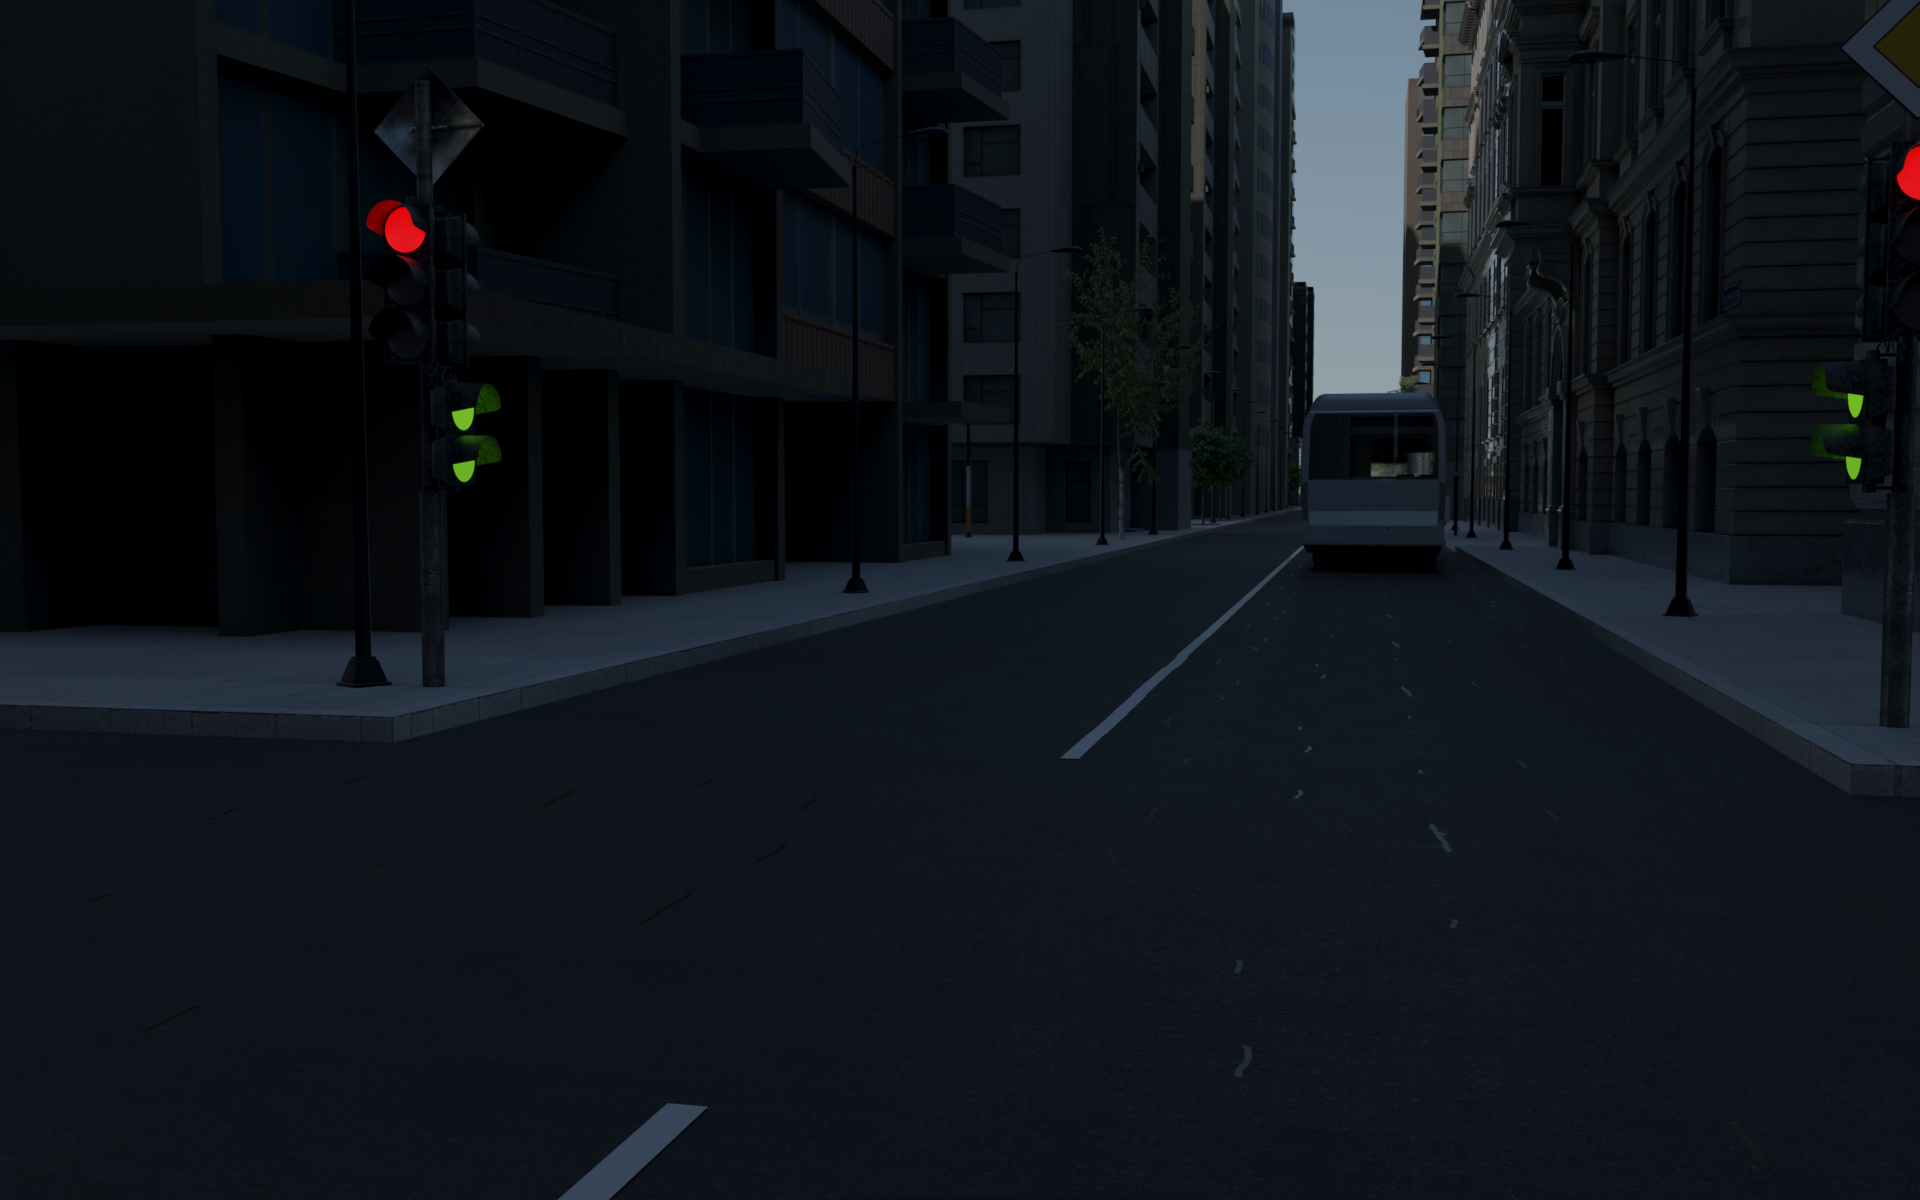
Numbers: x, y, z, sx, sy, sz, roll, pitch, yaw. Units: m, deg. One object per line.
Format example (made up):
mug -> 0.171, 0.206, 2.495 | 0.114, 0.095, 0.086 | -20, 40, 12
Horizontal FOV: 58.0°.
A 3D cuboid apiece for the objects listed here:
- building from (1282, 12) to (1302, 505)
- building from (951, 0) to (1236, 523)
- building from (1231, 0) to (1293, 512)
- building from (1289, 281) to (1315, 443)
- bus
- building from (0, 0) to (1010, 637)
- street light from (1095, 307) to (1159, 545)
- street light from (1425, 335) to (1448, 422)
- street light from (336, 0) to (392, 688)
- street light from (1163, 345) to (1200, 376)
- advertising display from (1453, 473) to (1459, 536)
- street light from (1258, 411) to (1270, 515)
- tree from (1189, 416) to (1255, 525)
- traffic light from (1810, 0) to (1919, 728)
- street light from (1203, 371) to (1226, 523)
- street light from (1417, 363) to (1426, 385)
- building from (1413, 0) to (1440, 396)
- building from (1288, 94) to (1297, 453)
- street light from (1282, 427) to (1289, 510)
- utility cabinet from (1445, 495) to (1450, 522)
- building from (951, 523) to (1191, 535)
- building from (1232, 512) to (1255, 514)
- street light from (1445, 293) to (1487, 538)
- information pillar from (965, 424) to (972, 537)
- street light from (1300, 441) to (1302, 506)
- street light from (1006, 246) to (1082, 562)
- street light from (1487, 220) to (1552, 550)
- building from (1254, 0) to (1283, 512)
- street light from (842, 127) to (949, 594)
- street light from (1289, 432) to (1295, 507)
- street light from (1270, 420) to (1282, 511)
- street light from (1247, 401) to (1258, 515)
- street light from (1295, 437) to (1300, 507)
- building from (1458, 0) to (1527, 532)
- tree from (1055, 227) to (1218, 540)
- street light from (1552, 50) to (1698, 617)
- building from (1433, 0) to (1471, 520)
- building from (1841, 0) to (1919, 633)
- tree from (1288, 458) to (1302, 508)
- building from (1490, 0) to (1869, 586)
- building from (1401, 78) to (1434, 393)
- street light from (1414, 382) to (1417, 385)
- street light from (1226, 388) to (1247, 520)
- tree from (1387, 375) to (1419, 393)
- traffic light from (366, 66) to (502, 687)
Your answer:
building -> 30.864, -54.921, 210.634 | 22.319, 86.520, 31.000 | 1, 4, 13
building -> 7.217, -19.679, 93.446 | 14.160, 30.474, 14.107 | 1, 4, 13
building -> 21.038, -28.475, 149.159 | 14.154, 41.232, 14.086 | 1, 4, 13
building -> 40.315, -28.240, 233.426 | 14.160, 30.474, 14.107 | 1, 4, 13
bus -> 9.123, -2.635, 37.938 | 2.948, 3.499, 13.247 | 1, 4, 14
building -> -11.427, -22.899, 29.032 | 22.147, 44.769, 28.867 | 1, 4, 13
street light -> 4.099, -4.324, 43.246 | 1.470, 5.913, 1.316 | 1, 4, 13
street light -> 14.441, -4.776, 50.629 | 1.470, 5.913, 1.316 | 1, 4, 13
street light -> -3.473, -2.372, 11.316 | 1.470, 5.913, 1.316 | 1, 4, 13
street light -> 6.621, -4.999, 54.269 | 1.470, 5.913, 1.316 | 1, 4, 13
advertising display -> 15.397, -2.969, 53.750 | 0.123, 1.923, 0.974 | 1, 4, 18
street light -> 16.488, -7.642, 97.487 | 1.470, 5.913, 1.316 | 1, 4, 13
tree -> 10.113, -5.428, 72.454 | 4.285, 4.588, 4.351 | 0, 3, 0
traffic light -> 5.144, -1.256, 9.455 | 0.839, 4.253, 0.868 | 1, 4, 13
street light -> 9.154, -5.696, 65.666 | 1.470, 5.913, 1.316 | 1, 4, 13
street light -> 16.992, -5.424, 61.229 | 1.470, 5.913, 1.316 | 1, 4, 13
building -> 48.231, -29.656, 139.498 | 22.147, 44.769, 28.867 | 1, 4, 13
building -> 23.729, -32.274, 182.303 | 22.147, 44.769, 28.867 | 1, 4, 13
street light -> 21.769, -9.003, 119.735 | 1.470, 5.913, 1.316 | 1, 4, 13
utility cabinet -> 22.218, -4.160, 79.178 | 0.306, 1.237, 1.020 | 1, 4, 12
building -> 0.394, -17.621, 59.809 | 14.160, 30.474, 14.107 | 1, 4, 13
building -> 11.100, -25.965, 108.119 | 14.154, 41.232, 14.086 | 1, 4, 13
street light -> 12.091, -4.124, 39.965 | 1.470, 5.913, 1.316 | 1, 4, 13
information pillar -> 0.262, -3.674, 51.424 | 0.183, 3.616, 0.504 | 0, 4, 6
street light -> 29.229, -10.962, 151.772 | 1.470, 5.913, 1.316 | 1, 4, 13
street light -> 1.591, -3.682, 32.739 | 1.470, 5.913, 1.316 | 1, 4, 13
street light -> 9.773, -3.478, 29.414 | 1.470, 5.913, 1.316 | 1, 4, 13
building -> 12.614, -35.897, 128.908 | 21.231, 58.520, 28.212 | 1, 4, 13
street light -> -0.825, -3.038, 22.210 | 1.470, 5.913, 1.316 | 1, 4, 13
street light -> 24.200, -9.646, 130.260 | 1.470, 5.913, 1.316 | 1, 4, 13
street light -> 19.170, -8.307, 108.353 | 1.470, 5.913, 1.316 | 1, 4, 13
street light -> 13.923, -6.958, 86.296 | 1.470, 5.913, 1.316 | 1, 4, 13
street light -> 26.721, -10.320, 141.265 | 1.470, 5.913, 1.316 | 1, 4, 13
building -> 26.533, -16.562, 68.054 | 12.463, 27.353, 25.104 | 1, 4, 13
tree -> 4.775, -5.998, 48.434 | 4.737, 8.622, 4.395 | 0, 3, 0
street light -> 7.065, -2.792, 18.194 | 1.470, 5.913, 1.316 | 1, 4, 13
building -> 31.916, -19.463, 89.923 | 14.160, 30.474, 14.107 | 1, 4, 13
building -> 17.387, -11.149, 11.164 | 19.941, 23.489, 11.050 | 1, 4, 13
tree -> 30.389, -10.771, 159.821 | 4.285, 4.588, 4.351 | 0, 3, 0
building -> 19.720, -13.454, 39.061 | 14.460, 24.649, 34.723 | 1, 4, 13
building -> 53.748, -32.533, 182.018 | 14.600, 45.320, 14.200 | 1, 4, 13
street light -> 19.487, -6.067, 71.739 | 1.470, 5.913, 1.316 | 1, 4, 13
street light -> 11.713, -6.345, 76.277 | 1.470, 5.913, 1.316 | 1, 4, 13
tree -> 42.500, -15.122, 165.367 | 7.486, 12.596, 7.792 | 0, 3, 0
traffic light -> -3.494, -1.377, 11.431 | 0.839, 4.253, 0.868 | 1, 4, 13
